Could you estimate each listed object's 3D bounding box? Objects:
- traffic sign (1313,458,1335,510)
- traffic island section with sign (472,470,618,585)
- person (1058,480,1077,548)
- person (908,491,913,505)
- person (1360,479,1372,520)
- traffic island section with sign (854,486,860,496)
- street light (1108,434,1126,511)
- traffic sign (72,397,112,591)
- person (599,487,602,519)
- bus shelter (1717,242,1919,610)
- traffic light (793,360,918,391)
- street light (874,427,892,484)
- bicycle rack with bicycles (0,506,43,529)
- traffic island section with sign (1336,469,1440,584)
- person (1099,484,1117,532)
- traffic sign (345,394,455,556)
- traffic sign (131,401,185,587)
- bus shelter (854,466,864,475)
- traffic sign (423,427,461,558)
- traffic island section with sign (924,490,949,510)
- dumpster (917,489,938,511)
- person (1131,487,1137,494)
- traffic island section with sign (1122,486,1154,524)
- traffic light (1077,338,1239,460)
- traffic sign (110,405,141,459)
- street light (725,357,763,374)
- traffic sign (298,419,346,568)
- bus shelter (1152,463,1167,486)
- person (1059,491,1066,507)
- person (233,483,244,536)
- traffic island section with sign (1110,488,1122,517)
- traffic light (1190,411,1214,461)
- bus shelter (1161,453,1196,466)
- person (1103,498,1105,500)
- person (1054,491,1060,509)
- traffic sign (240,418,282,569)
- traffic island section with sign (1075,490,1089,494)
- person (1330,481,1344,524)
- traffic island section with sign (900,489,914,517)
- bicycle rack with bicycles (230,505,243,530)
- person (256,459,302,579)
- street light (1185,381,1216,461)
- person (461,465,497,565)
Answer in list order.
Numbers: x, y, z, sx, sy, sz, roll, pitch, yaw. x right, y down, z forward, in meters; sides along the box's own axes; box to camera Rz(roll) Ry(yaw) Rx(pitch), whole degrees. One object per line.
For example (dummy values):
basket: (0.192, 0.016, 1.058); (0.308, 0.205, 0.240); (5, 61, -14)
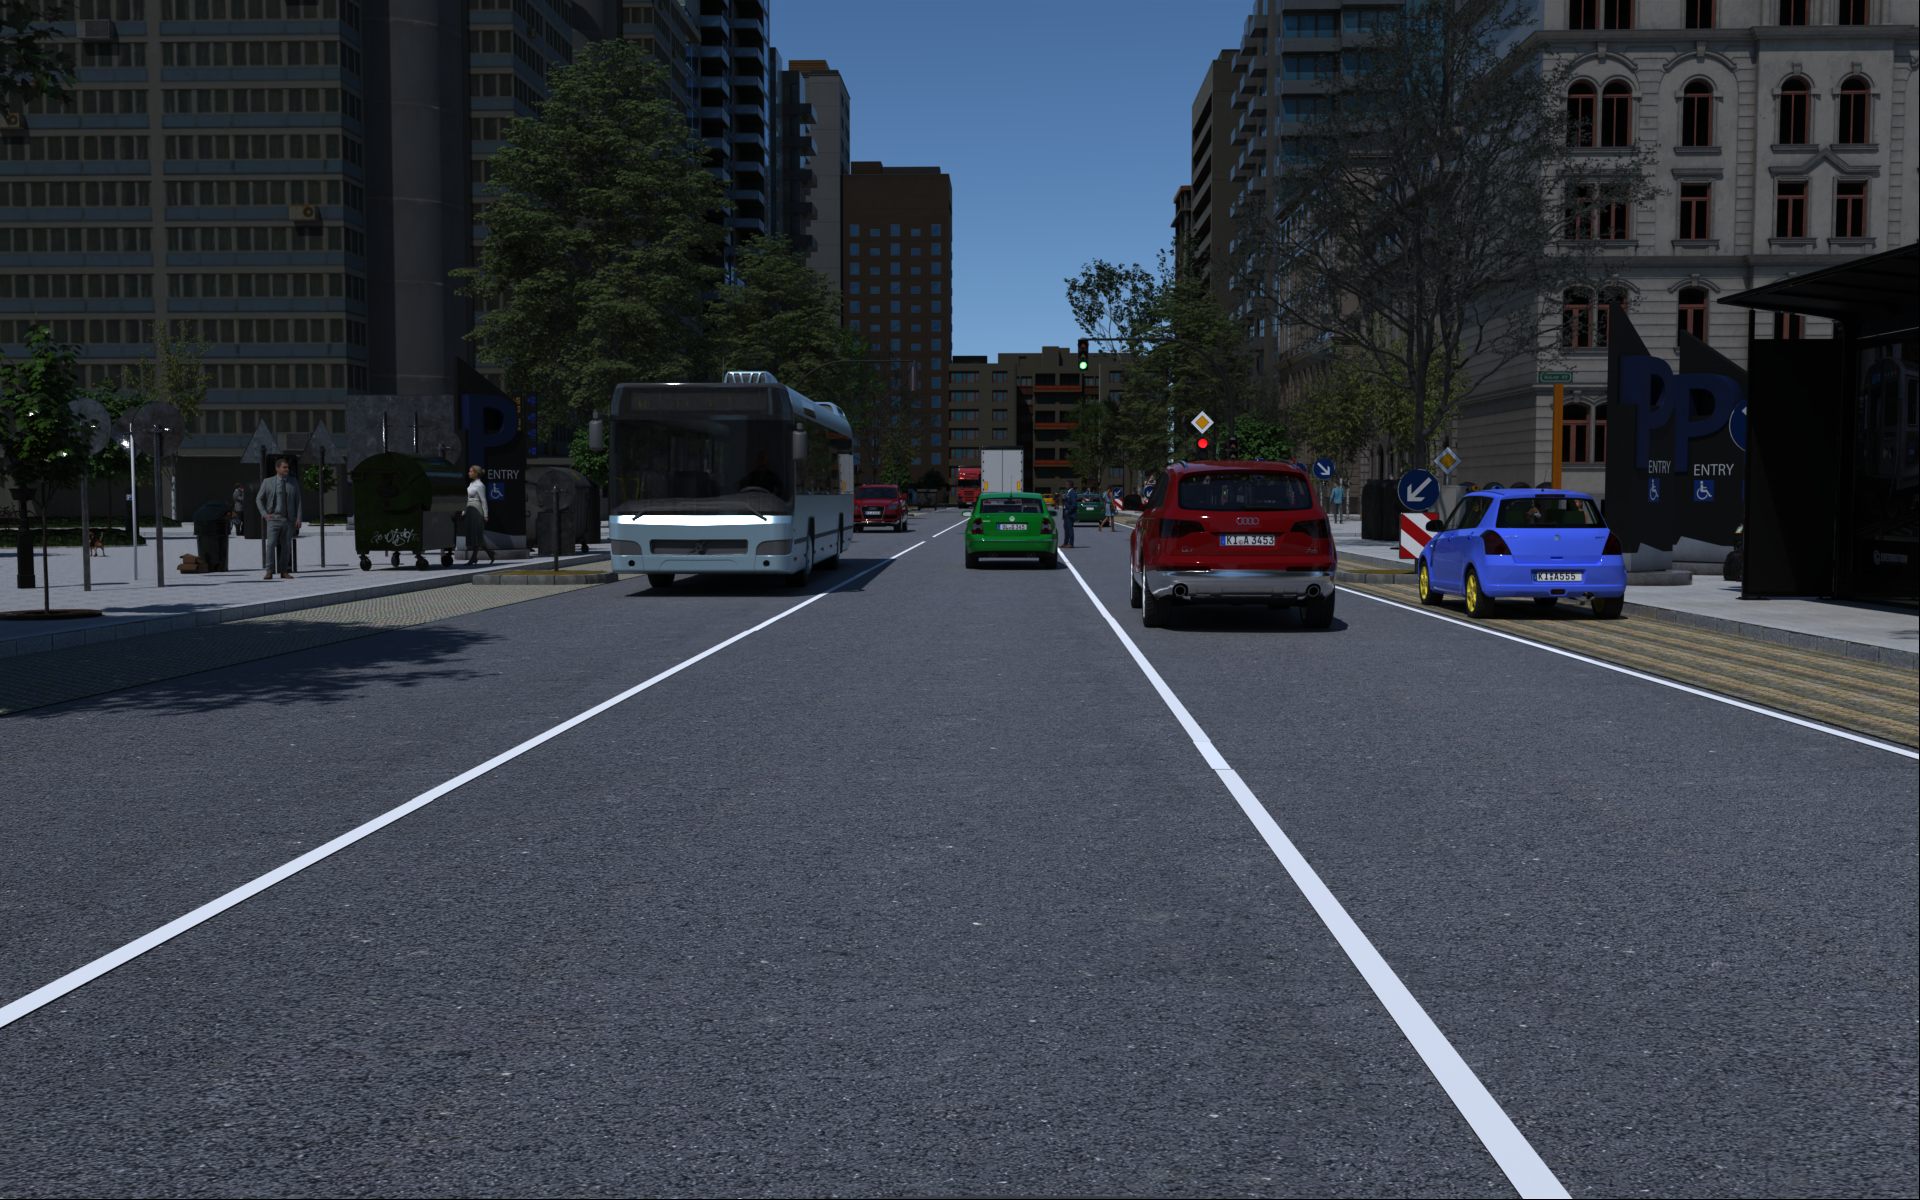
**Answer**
traffic sign: (12.896, -3.754, 61.482); (0.768, 2.556, 0.104); (0, 4, 6)
traffic island section with sign: (-6.634, -1.188, 28.045); (1.989, 1.847, 2.006); (0, 4, 2)
person: (2.898, -2.278, 45.922); (0.419, 1.800, 0.721); (-1, 4, -16)
person: (-6.039, -12.521, 211.679); (0.541, 1.710, 0.530); (0, 4, -1)
person: (14.491, -3.392, 61.486); (0.794, 1.824, 0.713); (1, 4, 20)
traffic island section with sign: (-4.822, -4.586, 83.606); (1.989, 1.847, 2.006); (0, 4, 2)
street light: (12.071, -9.845, 133.511); (1.470, 5.913, 1.316); (0, 4, 2)
traffic sign: (-11.540, -1.390, 22.829); (0.768, 2.556, 0.104); (0, 4, 7)
person: (-14.979, -3.956, 71.077); (0.532, 1.782, 0.716); (-1, 4, -20)
bus shelter: (9.863, -1.626, 17.863); (1.731, 3.624, 6.357); (0, 4, 2)
traffic light: (-3.820, -5.149, 58.858); (4.771, 5.953, 1.251); (0, 4, 2)
street light: (-5.410, -9.058, 120.637); (1.470, 5.913, 1.316); (0, 4, 2)
bicycle rack with bicycles: (-28.494, -2.236, 49.948); (2.925, 0.926, 2.852); (0, 4, 6)
traffic island section with sign: (7.207, -1.203, 28.301); (1.989, 1.847, 2.006); (0, 4, 2)
person: (5.661, -3.491, 65.670); (0.778, 1.811, 0.616); (-2, 4, -24)
traffic sign: (-11.463, -2.544, 35.474); (2.265, 3.308, 0.079); (0, 4, 4)
traffic sign: (-11.004, -1.448, 23.774); (0.768, 2.556, 0.104); (0, 4, 4)
bus shelter: (-7.936, -7.778, 121.087); (2.014, 3.302, 5.546); (0, 4, 2)
traffic sign: (-9.865, -2.010, 32.963); (0.768, 2.556, 0.104); (0, 4, 5)
traffic island section with sign: (-2.301, -9.305, 160.769); (1.989, 1.847, 2.006); (0, 4, 2)
dumpster: (-2.822, -8.678, 150.107); (1.865, 1.857, 1.264); (0, 4, 3)
person: (13.521, -7.802, 133.708); (0.694, 1.812, 0.767); (2, 4, 28)
traffic island section with sign: (8.987, -4.558, 83.150); (1.989, 1.847, 2.006); (0, 4, 2)
traffic light: (5.788, -4.632, 50.397); (4.771, 5.953, 1.251); (0, 4, 2)
traffic sign: (-12.287, -1.591, 25.744); (0.795, 2.593, 0.064); (0, 4, 2)
street light: (-7.388, -5.280, 58.877); (1.470, 5.913, 1.316); (0, 4, 2)
traffic sign: (-11.126, -1.846, 30.180); (0.884, 2.594, 0.081); (0, 4, 7)
bus shelter: (13.572, -7.329, 113.759); (2.014, 3.302, 5.546); (0, 4, 2)
person: (11.465, -11.187, 192.195); (1.217, 1.735, 0.721); (3, 5, 39)
person: (-23.376, -2.914, 56.320); (0.473, 1.802, 0.592); (0, 4, 1)
traffic island section with sign: (9.859, -6.206, 110.091); (1.989, 1.847, 2.006); (0, 4, 2)
traffic light: (8.141, -4.253, 58.452); (0.839, 4.253, 0.868); (0, 4, 2)
bus shelter: (12.832, -6.727, 101.262); (1.731, 3.624, 6.357); (0, 4, 2)
person: (14.054, -9.668, 167.347); (0.421, 1.427, 0.697); (2, 4, 28)
person: (9.098, -9.355, 162.258); (0.445, 1.727, 0.742); (2, 4, 29)
traffic sign: (-11.972, -1.818, 29.734); (0.884, 2.594, 0.081); (1, 4, 11)
traffic island section with sign: (11.500, -9.286, 160.448); (1.989, 1.847, 2.006); (0, 4, 2)
person: (16.388, -4.240, 75.234); (0.638, 1.841, 0.748); (1, 4, 8)
traffic island section with sign: (-3.957, -6.234, 110.547); (1.989, 1.847, 2.006); (0, 4, 2)
bicycle rack with bicycles: (-24.474, -2.865, 60.218); (2.852, 0.926, 2.925); (0, 4, -3)
person: (-10.299, -1.229, 26.236); (0.635, 1.810, 0.391); (-3, 5, -43)
street light: (9.976, -6.056, 71.562); (1.470, 5.913, 1.316); (0, 4, 2)
person: (-8.684, -1.529, 31.274); (0.641, 1.798, 0.478); (-2, 4, -30)
